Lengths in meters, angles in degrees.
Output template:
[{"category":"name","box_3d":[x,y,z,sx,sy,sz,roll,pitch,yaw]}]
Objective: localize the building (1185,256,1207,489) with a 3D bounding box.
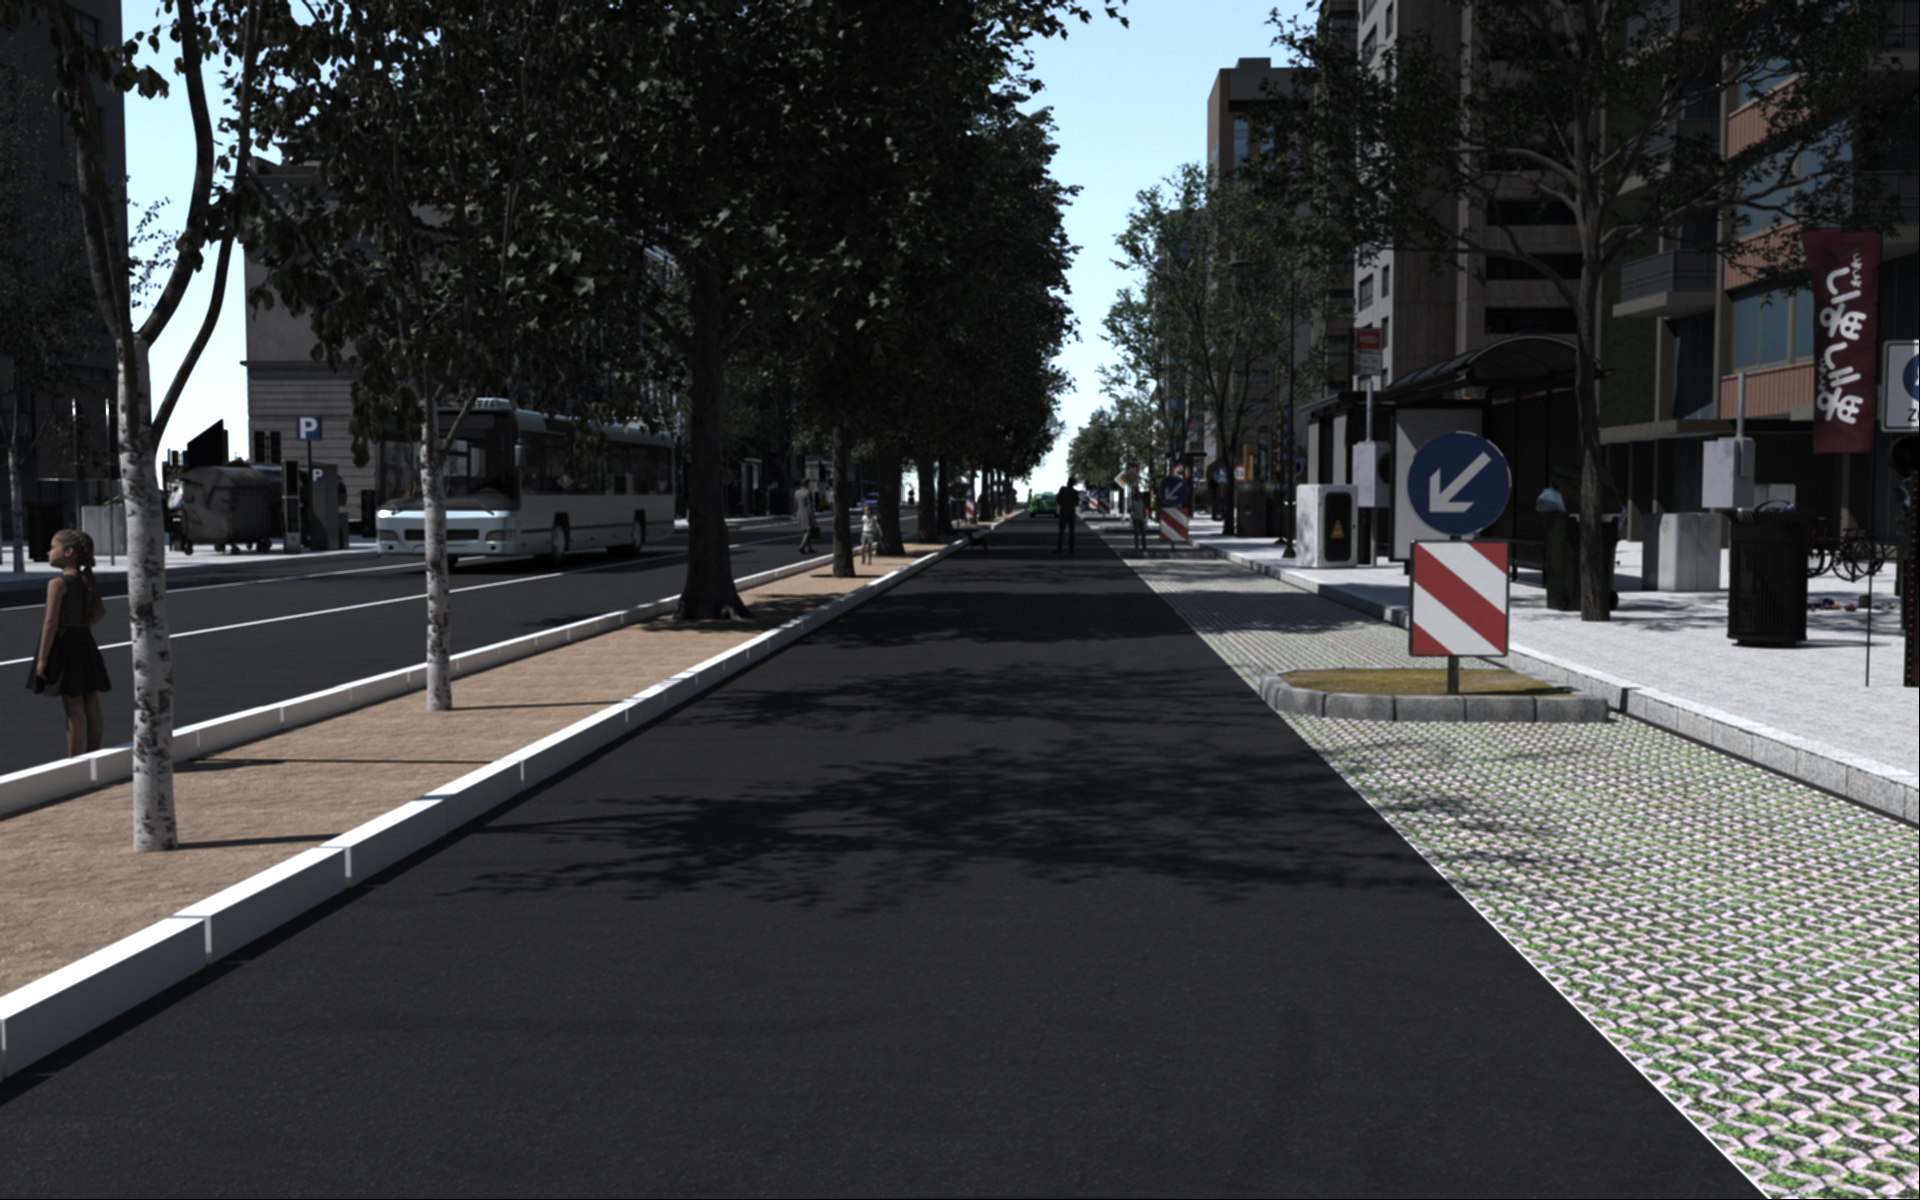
[{"category":"building","box_3d":[46.757,-34.859,261.828,32.217,40.220,23.993,0,4,3]}]

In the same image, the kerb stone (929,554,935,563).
[{"category":"kerb stone","box_3d":[-0.664,-0.811,35.456,0.120,0.150,1.000,0,4,3]}]

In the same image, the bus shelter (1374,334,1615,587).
[{"category":"bus shelter","box_3d":[7.428,-1.887,24.774,2.014,3.302,5.546,0,4,3]}]

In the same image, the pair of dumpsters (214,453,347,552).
[{"category":"pair of dumpsters","box_3d":[-15.796,-2.297,40.048,1.574,2.255,4.437,0,4,3]}]

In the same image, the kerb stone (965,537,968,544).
[{"category":"kerb stone","box_3d":[0.079,-1.625,48.763,0.120,0.150,1.000,0,4,3]}]

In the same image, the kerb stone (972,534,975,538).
[{"category":"kerb stone","box_3d":[0.304,-1.875,52.855,0.120,0.150,1.000,0,4,3]}]

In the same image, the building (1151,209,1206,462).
[{"category":"building","box_3d":[43.479,-40.939,288.956,23.786,49.044,30.456,0,4,3]}]

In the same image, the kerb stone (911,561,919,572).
[{"category":"kerb stone","box_3d":[-0.890,-0.561,31.363,0.120,0.150,1.000,0,4,3]}]

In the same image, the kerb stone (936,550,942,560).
[{"category":"kerb stone","box_3d":[-0.539,-0.930,37.498,0.120,0.150,1.000,0,4,3]}]

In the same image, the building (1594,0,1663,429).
[{"category":"building","box_3d":[27.925,-19.274,86.830,14.107,30.474,14.160,0,4,3]}]

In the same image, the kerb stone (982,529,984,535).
[{"category":"kerb stone","box_3d":[0.657,-2.251,58.993,0.120,0.150,1.000,0,4,3]}]

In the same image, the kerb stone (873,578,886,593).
[{"category":"kerb stone","box_3d":[-1.227,-0.185,25.217,0.120,0.150,1.000,0,4,3]}]

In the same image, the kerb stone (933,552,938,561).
[{"category":"kerb stone","box_3d":[-0.607,-0.873,36.476,0.120,0.150,1.000,0,4,3]}]

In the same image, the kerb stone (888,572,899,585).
[{"category":"kerb stone","box_3d":[-1.111,-0.310,27.272,0.120,0.150,1.000,0,4,3]}]

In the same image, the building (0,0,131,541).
[{"category":"building","box_3d":[-31.948,-22.244,47.280,14.086,41.232,14.154,0,4,3]}]

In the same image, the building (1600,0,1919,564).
[{"category":"building","box_3d":[27.099,-23.336,36.172,22.147,44.769,28.867,0,4,3]}]

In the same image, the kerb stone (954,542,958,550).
[{"category":"kerb stone","box_3d":[-0.208,-1.311,43.636,0.120,0.150,1.000,0,4,3]}]

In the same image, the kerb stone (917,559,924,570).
[{"category":"kerb stone","box_3d":[-0.827,-0.623,32.383,0.120,0.150,1.000,0,4,3]}]

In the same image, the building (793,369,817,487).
[{"category":"building","box_3d":[-27.986,-32.853,191.768,22.147,44.769,28.867,0,4,3]}]

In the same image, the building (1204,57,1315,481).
[{"category":"building","box_3d":[32.955,-32.356,179.125,14.600,45.320,14.200,0,4,3]}]

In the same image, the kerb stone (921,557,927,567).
[{"category":"kerb stone","box_3d":[-0.780,-0.686,33.405,0.120,0.150,1.000,0,4,3]}]

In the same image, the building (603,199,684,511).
[{"category":"building","box_3d":[-27.482,-19.812,121.190,12.463,27.353,25.104,0,4,3]}]

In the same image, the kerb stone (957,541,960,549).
[{"category":"kerb stone","box_3d":[-0.148,-1.371,44.657,0.120,0.150,1.000,0,4,3]}]

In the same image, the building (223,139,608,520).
[{"category":"building","box_3d":[-28.661,-15.566,96.298,13.314,21.916,24.055,0,4,3]}]

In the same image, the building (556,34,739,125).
[{"category":"building","box_3d":[-29.229,-31.083,162.830,22.147,44.769,28.867,0,4,3]}]

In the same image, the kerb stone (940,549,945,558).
[{"category":"kerb stone","box_3d":[-0.479,-0.996,38.519,0.120,0.150,1.000,0,4,3]}]

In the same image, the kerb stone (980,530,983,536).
[{"category":"kerb stone","box_3d":[0.599,-2.185,57.964,0.120,0.150,1.000,0,4,3]}]

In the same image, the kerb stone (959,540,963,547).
[{"category":"kerb stone","box_3d":[-0.085,-1.436,45.677,0.120,0.150,1.000,0,4,3]}]

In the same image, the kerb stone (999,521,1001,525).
[{"category":"kerb stone","box_3d":[1.599,-3.287,75.939,0.120,0.150,1.000,0,4,3]}]

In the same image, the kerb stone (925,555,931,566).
[{"category":"kerb stone","box_3d":[-0.724,-0.748,34.425,0.120,0.150,1.000,0,4,3]}]

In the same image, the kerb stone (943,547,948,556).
[{"category":"kerb stone","box_3d":[-0.432,-1.059,39.549,0.120,0.150,1.000,0,4,3]}]

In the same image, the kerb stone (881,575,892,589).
[{"category":"kerb stone","box_3d":[-1.172,-0.246,26.243,0.120,0.150,1.000,0,4,3]}]

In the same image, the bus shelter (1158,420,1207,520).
[{"category":"bus shelter","box_3d":[11.633,-6.951,91.288,2.179,5.291,8.768,0,4,3]}]

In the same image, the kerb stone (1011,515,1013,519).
[{"category":"kerb stone","box_3d":[2.687,-4.467,95.392,0.120,0.150,1.000,0,4,3]}]

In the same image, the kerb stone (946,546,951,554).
[{"category":"kerb stone","box_3d":[-0.372,-1.121,40.569,0.120,0.150,1.000,0,4,3]}]

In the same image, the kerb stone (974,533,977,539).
[{"category":"kerb stone","box_3d":[0.372,-1.938,53.875,0.120,0.150,1.000,0,4,3]}]

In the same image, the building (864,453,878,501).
[{"category":"building","box_3d":[-22.622,-40.204,281.042,21.300,48.544,21.600,0,4,3]}]

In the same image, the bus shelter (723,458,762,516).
[{"category":"bus shelter","box_3d":[-13.370,-7.548,101.038,2.179,5.291,8.768,0,4,3]}]

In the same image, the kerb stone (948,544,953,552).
[{"category":"kerb stone","box_3d":[-0.317,-1.186,41.590,0.120,0.150,1.000,0,4,3]}]

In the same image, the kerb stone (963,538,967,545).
[{"category":"kerb stone","box_3d":[0.026,-1.558,47.732,0.120,0.150,1.000,0,4,3]}]

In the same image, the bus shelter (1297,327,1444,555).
[{"category":"bus shelter","box_3d":[8.992,-3.780,39.436,2.179,5.291,8.768,0,4,3]}]

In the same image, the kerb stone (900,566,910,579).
[{"category":"kerb stone","box_3d":[-0.995,-0.429,29.315,0.120,0.150,1.000,0,4,3]}]

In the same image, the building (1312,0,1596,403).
[{"category":"building","box_3d":[27.637,-20.207,102.078,14.160,30.474,14.107,0,4,3]}]

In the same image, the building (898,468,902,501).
[{"category":"building","box_3d":[-17.646,-32.292,299.670,14.160,30.474,14.107,0,4,3]}]

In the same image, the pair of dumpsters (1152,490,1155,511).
[{"category":"pair of dumpsters","box_3d":[14.920,-7.735,128.963,1.574,2.255,4.437,0,4,3]}]

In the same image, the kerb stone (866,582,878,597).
[{"category":"kerb stone","box_3d":[-1.289,-0.122,24.196,0.120,0.150,1.000,0,4,3]}]

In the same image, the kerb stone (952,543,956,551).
[{"category":"kerb stone","box_3d":[-0.262,-1.249,42.611,0.120,0.150,1.000,0,4,3]}]

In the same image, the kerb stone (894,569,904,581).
[{"category":"kerb stone","box_3d":[-1.063,-0.373,28.295,0.120,0.150,1.000,0,4,3]}]

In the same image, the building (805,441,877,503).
[{"category":"building","box_3d":[-27.034,-40.812,256.522,28.713,52.752,27.495,0,4,3]}]

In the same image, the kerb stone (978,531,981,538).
[{"category":"kerb stone","box_3d":[0.540,-2.125,56.943,0.120,0.150,1.000,0,4,3]}]

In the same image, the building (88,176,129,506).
[{"category":"building","box_3d":[-54.505,-14.744,90.211,18.267,20.994,9.793,0,4,3]}]

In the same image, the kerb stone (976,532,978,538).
[{"category":"kerb stone","box_3d":[0.418,-1.999,54.896,0.120,0.150,1.000,0,4,3]}]

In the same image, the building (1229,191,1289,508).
[{"category":"building","box_3d":[32.636,-24.082,165.447,14.160,30.474,14.107,0,4,3]}]

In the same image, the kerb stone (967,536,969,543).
[{"category":"kerb stone","box_3d":[0.141,-1.688,49.791,0.120,0.150,1.000,0,4,3]}]

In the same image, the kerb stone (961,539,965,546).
[{"category":"kerb stone","box_3d":[-0.033,-1.499,46.704,0.120,0.150,1.000,0,4,3]}]

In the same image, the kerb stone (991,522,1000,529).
[{"category":"kerb stone","box_3d":[1.548,-3.220,74.910,0.120,0.150,1.000,0,4,3]}]

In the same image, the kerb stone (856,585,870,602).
[{"category":"kerb stone","box_3d":[-1.346,-0.060,23.176,0.120,0.150,1.000,0,4,3]}]

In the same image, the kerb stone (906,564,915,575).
[{"category":"kerb stone","box_3d":[-0.942,-0.498,30.336,0.120,0.150,1.000,0,4,3]}]
